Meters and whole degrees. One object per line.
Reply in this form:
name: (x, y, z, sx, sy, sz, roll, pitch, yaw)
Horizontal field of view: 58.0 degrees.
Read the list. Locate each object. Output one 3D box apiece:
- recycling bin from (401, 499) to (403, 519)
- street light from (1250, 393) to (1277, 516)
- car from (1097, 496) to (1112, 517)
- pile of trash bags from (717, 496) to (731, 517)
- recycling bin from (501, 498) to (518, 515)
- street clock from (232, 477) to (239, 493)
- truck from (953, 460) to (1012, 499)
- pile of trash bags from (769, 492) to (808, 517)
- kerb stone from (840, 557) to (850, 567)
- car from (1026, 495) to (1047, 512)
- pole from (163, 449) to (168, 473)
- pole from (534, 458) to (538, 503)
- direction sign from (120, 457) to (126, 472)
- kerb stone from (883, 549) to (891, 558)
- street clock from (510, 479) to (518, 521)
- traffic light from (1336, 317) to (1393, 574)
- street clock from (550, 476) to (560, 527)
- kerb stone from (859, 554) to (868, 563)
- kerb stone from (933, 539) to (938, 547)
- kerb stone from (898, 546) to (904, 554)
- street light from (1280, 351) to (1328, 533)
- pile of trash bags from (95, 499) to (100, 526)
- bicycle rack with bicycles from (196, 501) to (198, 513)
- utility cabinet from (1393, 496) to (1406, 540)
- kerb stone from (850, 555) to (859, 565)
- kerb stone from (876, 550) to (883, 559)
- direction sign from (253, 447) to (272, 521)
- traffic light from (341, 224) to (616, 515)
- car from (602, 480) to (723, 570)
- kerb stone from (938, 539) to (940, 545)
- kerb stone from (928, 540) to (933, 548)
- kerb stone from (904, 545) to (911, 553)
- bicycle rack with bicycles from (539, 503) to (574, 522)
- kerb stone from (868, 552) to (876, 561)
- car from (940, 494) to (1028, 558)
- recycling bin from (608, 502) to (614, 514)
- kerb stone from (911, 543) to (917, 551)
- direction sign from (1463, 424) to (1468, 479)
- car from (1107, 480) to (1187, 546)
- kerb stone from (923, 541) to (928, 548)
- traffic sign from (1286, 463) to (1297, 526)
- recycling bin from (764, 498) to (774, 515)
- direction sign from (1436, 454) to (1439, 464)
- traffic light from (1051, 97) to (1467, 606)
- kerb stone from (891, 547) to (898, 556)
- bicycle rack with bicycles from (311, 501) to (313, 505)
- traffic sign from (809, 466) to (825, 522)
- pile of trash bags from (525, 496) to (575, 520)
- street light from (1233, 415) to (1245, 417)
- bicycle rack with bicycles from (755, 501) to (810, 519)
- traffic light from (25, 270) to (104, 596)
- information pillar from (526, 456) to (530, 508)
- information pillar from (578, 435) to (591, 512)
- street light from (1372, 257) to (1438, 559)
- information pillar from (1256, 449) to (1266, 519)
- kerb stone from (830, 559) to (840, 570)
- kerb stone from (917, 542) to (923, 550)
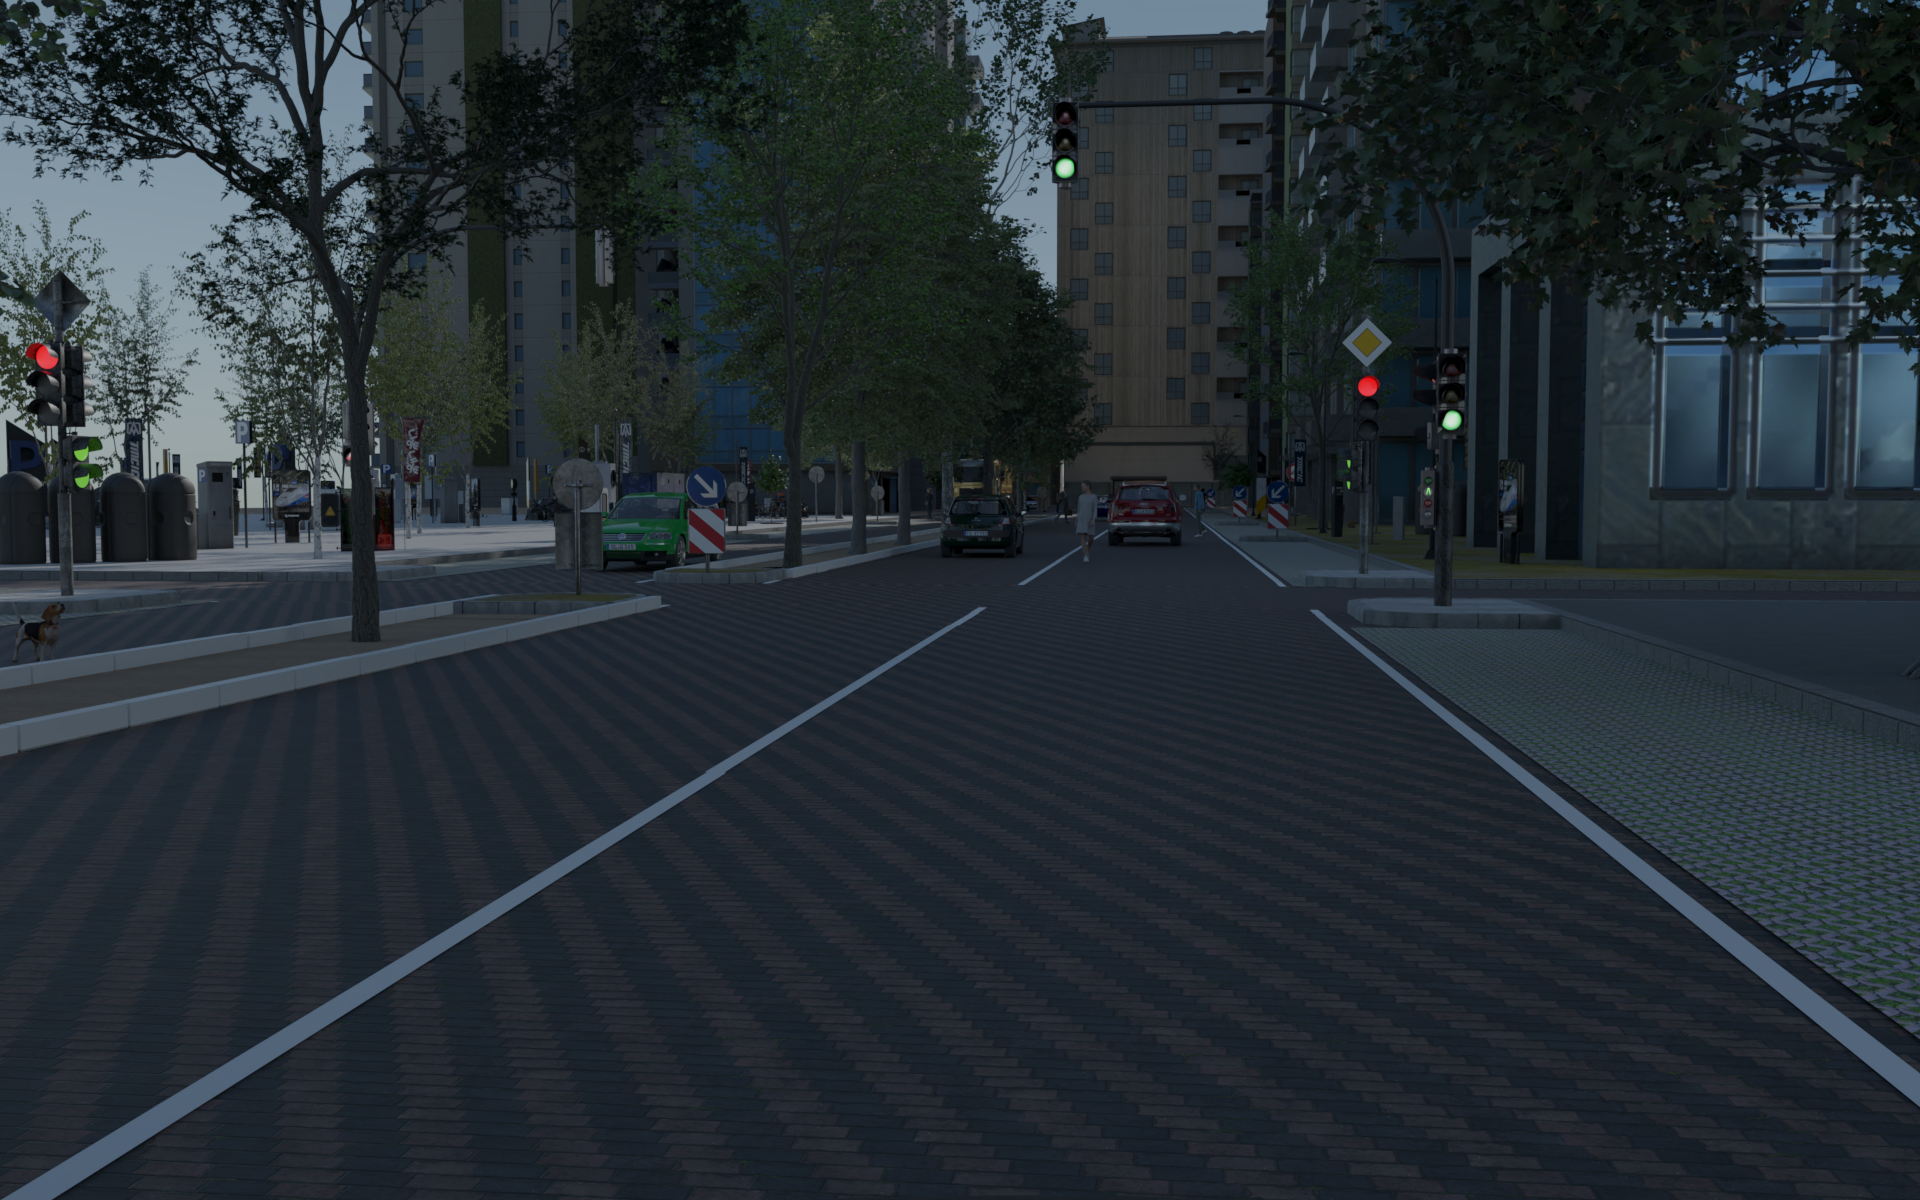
recycling bin: (-28.738, -4.606, 87.865, 0.722, 1.027, 0.722, -3, 4, -37)
street light: (14.151, -6.524, 79.208, 1.470, 5.913, 1.316, 0, 4, 7)
car: (7.592, -4.892, 92.558, 1.945, 1.354, 3.894, 0, 4, 8)
pile of trash bags: (-13.470, -5.304, 96.480, 1.912, 1.369, 3.447, 0, 4, -1)
recycling bin: (-27.794, -5.769, 106.880, 0.722, 1.027, 0.722, 2, 4, 30)
street clock: (-31.528, -4.325, 75.291, 0.471, 2.002, 0.358, 3, 5, 43)
truck: (1.242, -6.331, 99.432, 3.469, 3.379, 9.791, 0, 4, 8)
pile of trash bags: (-9.704, -5.316, 96.666, 1.912, 1.369, 3.447, -1, 4, -20)
kerb stone: (-2.366, -0.727, 34.086, 0.120, 0.150, 1.000, 0, 4, 7)
car: (6.024, -7.744, 139.198, 1.945, 1.354, 3.894, 0, 4, 7)
pole: (-35.928, -5.170, 78.379, 0.158, 3.312, 0.155, 0, 3, 0)
pole: (-24.263, -6.436, 99.074, 0.158, 3.312, 0.155, 0, 3, 0)
direction sign: (-51.589, -7.026, 106.870, 0.876, 3.537, 0.379, 3, 5, 41)
kerb stone: (-1.750, -1.039, 39.181, 0.120, 0.150, 1.000, 0, 4, 7)
street clock: (-20.999, -4.709, 81.564, 0.358, 2.002, 0.471, -2, 4, -29)
traffic light: (6.468, -2.374, 27.730, 0.839, 4.253, 0.868, 0, 4, 7)
street clock: (-15.719, -3.850, 67.526, 0.358, 2.002, 0.471, 2, 4, 32)
kerb stone: (-2.123, -0.851, 36.116, 0.120, 0.150, 1.000, 0, 4, 7)
kerb stone: (-0.784, -1.532, 47.313, 0.120, 0.150, 1.000, 0, 4, 7)
kerb stone: (-1.515, -1.163, 41.215, 0.120, 0.150, 1.000, 0, 4, 7)
street light: (11.341, -5.134, 56.490, 1.470, 5.913, 1.316, 0, 4, 7)
pile of trash bags: (-35.356, -3.653, 69.476, 1.912, 1.369, 3.447, 1, 4, 21)
bicycle rack with bicycles: (-37.835, -4.452, 86.173, 2.852, 0.926, 2.925, -3, 4, -36)
utility cabinet: (12.452, -2.319, 49.083, 0.306, 1.237, 1.020, 1, 4, 17)
kerb stone: (-2.241, -0.789, 35.101, 0.120, 0.150, 1.000, 0, 4, 7)
kerb stone: (-1.882, -0.971, 38.162, 0.120, 0.150, 1.000, 0, 4, 7)
direction sign: (-33.652, -5.604, 83.626, 0.876, 3.537, 0.379, 0, 4, 4)
traffic light: (-8.239, -3.353, 29.495, 4.771, 5.953, 1.251, 0, 4, 7)
car: (-5.893, -1.527, 33.765, 1.959, 1.807, 4.718, 0, 4, 7)
kerb stone: (-0.664, -1.598, 48.329, 0.120, 0.150, 1.000, 0, 4, 7)
kerb stone: (-0.909, -1.474, 46.294, 0.120, 0.150, 1.000, 0, 4, 7)
kerb stone: (-1.393, -1.224, 42.230, 0.120, 0.150, 1.000, 0, 4, 7)
bicycle rack with bicycles: (-18.032, -4.097, 80.366, 2.925, 0.926, 2.852, -1, 4, -21)
kerb stone: (-1.999, -0.905, 37.145, 0.120, 0.150, 1.000, 0, 4, 7)
car: (0.551, -1.875, 40.436, 2.009, 1.686, 4.222, 0, 4, 6)
recycling bin: (-20.294, -5.344, 99.927, 0.722, 1.027, 0.722, 1, 4, 16)
kerb stone: (-1.269, -1.288, 43.249, 0.120, 0.150, 1.000, 0, 4, 7)
direction sign: (16.569, -3.941, 56.435, 0.379, 3.537, 0.876, 3, 4, 37)
car: (5.325, -2.499, 49.525, 2.281, 1.827, 5.304, 0, 4, 8)
kerb stone: (-1.038, -1.412, 45.280, 0.120, 0.150, 1.000, 0, 4, 7)
traffic sign: (13.594, -4.283, 70.128, 0.768, 2.556, 0.104, 1, 4, 11)
recycling bin: (-11.488, -5.663, 105.150, 0.722, 1.027, 0.722, -1, 4, -12)
direction sign: (15.607, -3.940, 56.419, 0.379, 3.537, 0.876, -1, 4, -14)
traffic light: (3.435, -2.767, 19.907, 4.771, 5.953, 1.251, 0, 4, 7)
kerb stone: (-1.638, -1.101, 40.197, 0.120, 0.150, 1.000, 0, 4, 7)
bicycle rack with bicycles: (-33.234, -4.745, 90.966, 2.925, 0.926, 2.852, 1, 4, 11)
traffic sign: (-6.534, -4.812, 78.774, 0.768, 2.556, 0.104, 1, 4, 14)
pile of trash bags: (-19.841, -4.629, 85.435, 1.912, 1.369, 3.447, 1, 4, 21)
street light: (16.707, -7.899, 101.684, 1.470, 5.913, 1.316, 0, 4, 7)
bicycle rack with bicycles: (-9.507, -4.628, 89.051, 2.925, 0.926, 2.852, 1, 4, 22)
traffic light: (-11.272, -2.010, 21.778, 0.839, 4.253, 0.868, 0, 4, 7)
information pillar: (-26.836, -7.114, 107.669, 0.183, 3.616, 0.504, -2, 4, -28)
information pillar: (-14.978, -4.755, 69.094, 0.504, 3.616, 0.183, 0, 4, -6)
street light: (8.765, -3.760, 34.017, 1.470, 5.913, 1.316, 0, 4, 7)
information pillar: (15.442, -5.961, 88.814, 0.504, 3.616, 0.183, 0, 4, 6)
kerb stone: (-2.493, -0.664, 33.059, 0.120, 0.150, 1.000, 0, 4, 7)
kerb stone: (-1.151, -1.350, 44.264, 0.120, 0.150, 1.000, 0, 4, 7)
